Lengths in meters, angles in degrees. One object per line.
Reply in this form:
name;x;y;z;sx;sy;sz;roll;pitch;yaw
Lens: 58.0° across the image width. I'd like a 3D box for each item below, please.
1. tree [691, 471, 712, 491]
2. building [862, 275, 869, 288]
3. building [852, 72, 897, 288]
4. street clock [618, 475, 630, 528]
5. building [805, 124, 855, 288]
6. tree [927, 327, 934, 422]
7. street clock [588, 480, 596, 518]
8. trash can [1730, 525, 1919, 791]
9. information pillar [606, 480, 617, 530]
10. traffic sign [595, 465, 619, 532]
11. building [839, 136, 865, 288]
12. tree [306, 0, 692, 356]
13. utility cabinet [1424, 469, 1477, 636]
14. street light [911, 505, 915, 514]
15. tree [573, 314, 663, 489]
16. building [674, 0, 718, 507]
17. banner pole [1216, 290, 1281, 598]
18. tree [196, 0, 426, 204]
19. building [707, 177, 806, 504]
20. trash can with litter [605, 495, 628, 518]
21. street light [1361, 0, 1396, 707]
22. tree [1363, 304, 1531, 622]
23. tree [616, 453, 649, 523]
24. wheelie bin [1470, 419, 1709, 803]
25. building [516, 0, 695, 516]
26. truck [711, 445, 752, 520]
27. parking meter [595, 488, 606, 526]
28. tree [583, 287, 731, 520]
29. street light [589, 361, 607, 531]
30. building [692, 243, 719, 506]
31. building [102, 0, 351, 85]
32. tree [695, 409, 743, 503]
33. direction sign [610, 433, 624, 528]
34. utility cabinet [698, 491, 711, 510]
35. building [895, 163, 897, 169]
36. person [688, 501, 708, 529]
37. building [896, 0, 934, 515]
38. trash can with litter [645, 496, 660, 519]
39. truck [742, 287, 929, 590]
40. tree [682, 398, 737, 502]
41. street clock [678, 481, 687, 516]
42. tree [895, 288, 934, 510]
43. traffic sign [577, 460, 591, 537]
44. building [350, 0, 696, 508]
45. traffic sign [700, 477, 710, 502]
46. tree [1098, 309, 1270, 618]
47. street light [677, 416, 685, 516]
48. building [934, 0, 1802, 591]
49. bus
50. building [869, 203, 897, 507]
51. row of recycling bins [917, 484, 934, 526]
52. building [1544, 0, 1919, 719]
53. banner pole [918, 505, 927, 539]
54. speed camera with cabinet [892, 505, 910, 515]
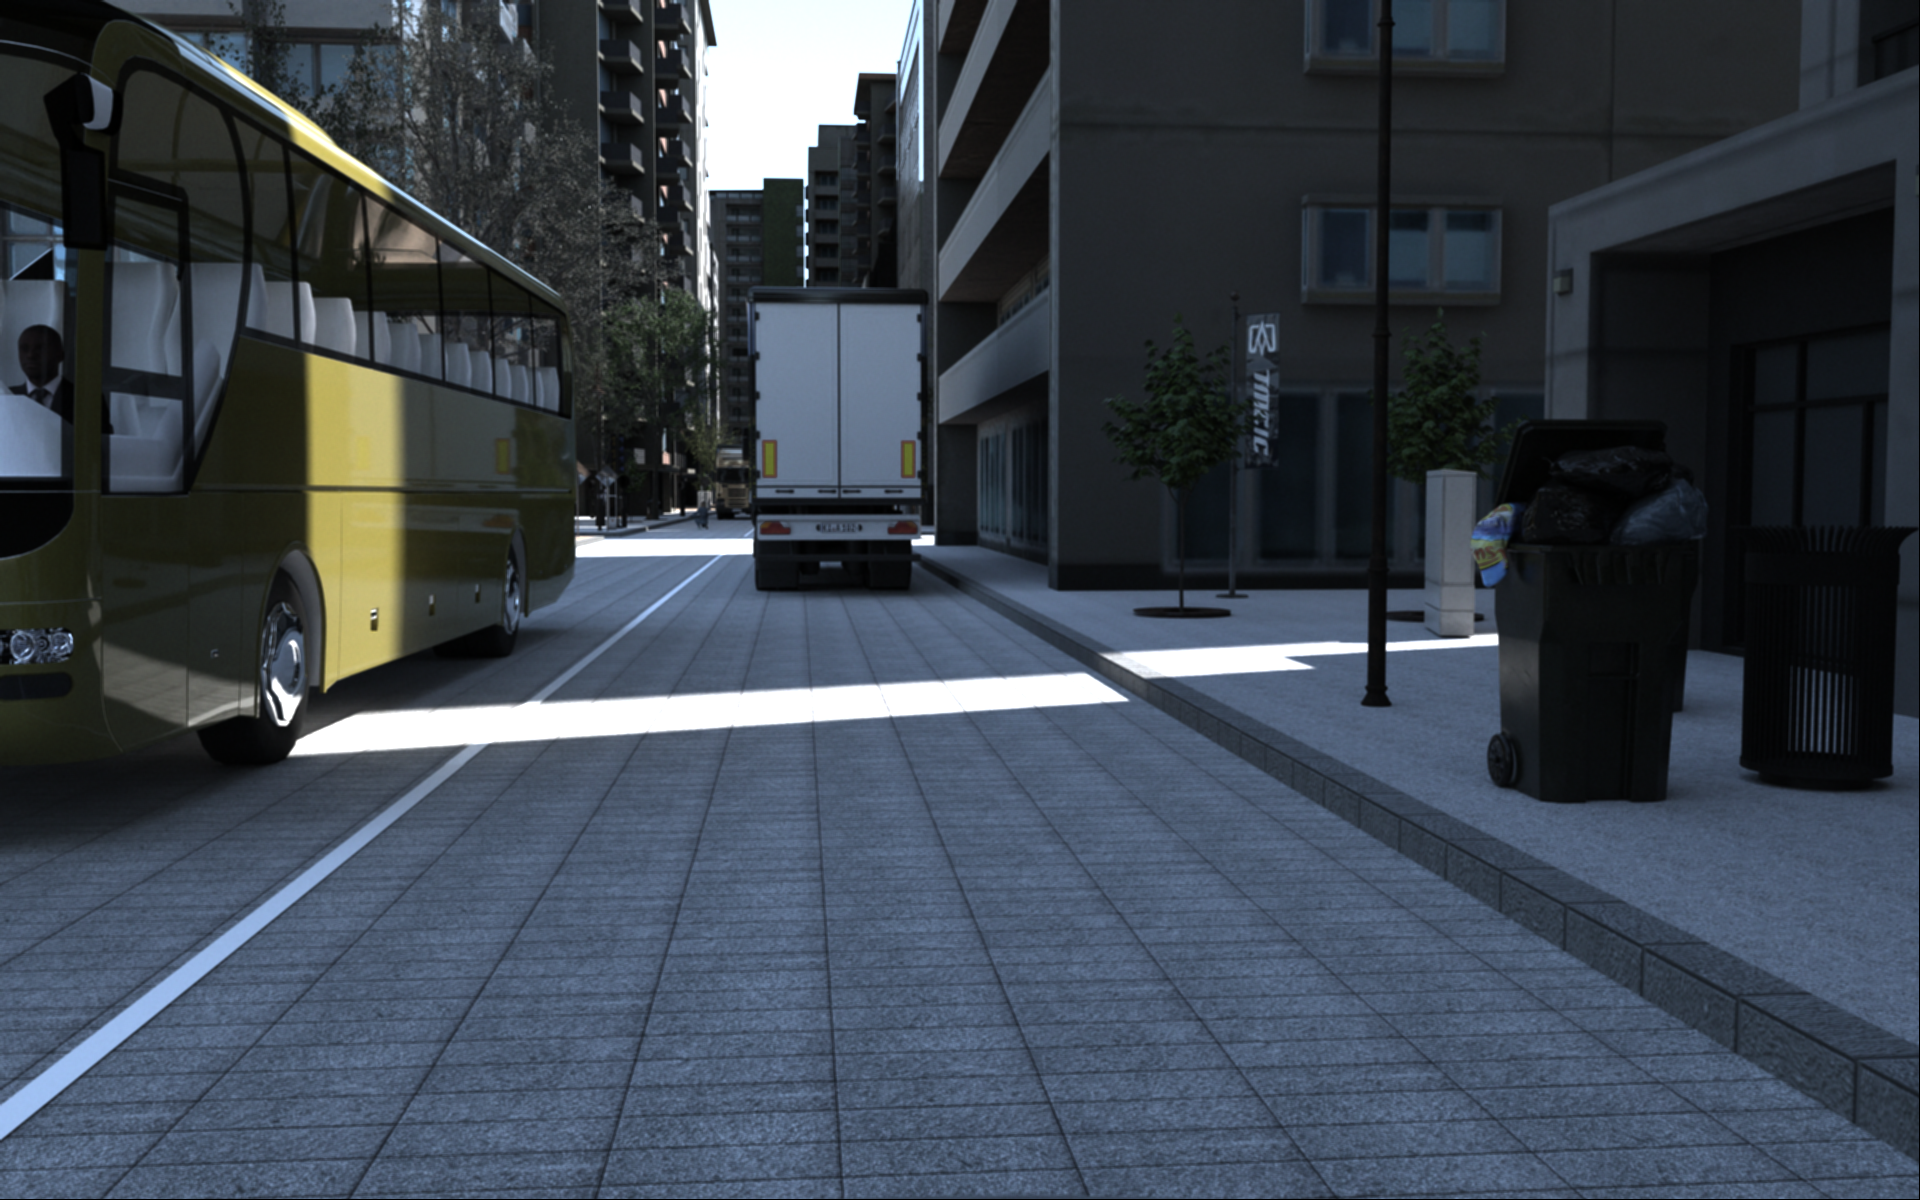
tree;-20.351;-8.771;138.003;1.663;3.219;1.824;0;3;0
building;5.016;-18.788;152.228;27.650;21.520;28.899;0;4;-5
building;0.091;-32.136;180.055;22.147;44.769;28.867;0;4;-5
street clock;-12.871;-3.779;66.362;0.471;2.002;0.358;0;4;-8
building;-9.686;-37.134;230.840;21.600;48.544;21.300;0;4;-5
tree;-2.521;-7.251;68.924;4.737;8.622;4.395;0;3;0
street clock;-19.436;-5.318;91.511;0.358;2.002;0.471;-2;4;-32
trash can;3.805;0.243;7.677;0.748;1.137;0.748;0;3;0
information pillar;-12.535;-3.533;62.258;0.304;2.012;0.304;-2;4;-26
traffic sign;-12.057;-3.399;59.210;0.795;2.450;0.064;0;4;-5
building;-7.032;-31.668;201.372;14.154;41.232;14.086;0;4;-5
tree;-11.683;-8.009;41.312;12.009;13.543;11.850;0;3;0
utility cabinet;4.512;-0.443;15.928;0.318;1.500;1.173;1;4;8
street light;-1.386;-4.791;51.120;0.468;5.910;1.993;0;4;-5
tree;-14.544;-7.352;70.560;4.360;8.622;3.978;0;3;0
building;-39.492;-35.902;176.230;28.713;52.752;27.495;0;4;-5
banner pole;3.553;-1.909;21.224;0.863;3.779;0.401;3;5;40
tree;-9.409;-4.564;24.991;4.360;8.622;3.978;0;3;0
building;-27.126;-33.170;225.916;14.086;41.232;14.154;0;4;-5
trash can with litter;-19.071;-5.123;94.813;2.233;1.210;1.678;0;4;-3
street light;2.529;-2.297;10.345;0.468;5.910;1.993;0;4;-5
tree;4.980;-1.412;17.694;1.663;3.219;1.824;0;3;0
tree;-14.722;-5.099;77.976;1.663;3.219;1.824;0;3;0
wheelie bin;2.707;0.032;7.388;0.980;1.594;0.693;0;4;-4
building;-28.781;-27.917;111.069;22.147;44.769;28.867;0;4;-5
truck;-12.730;-6.820;100.416;2.839;4.237;11.283;0;4;-5
parking meter;-14.317;-3.701;68.929;0.372;1.533;0.369;0;3;0
tree;-14.928;-9.765;85.412;9.928;11.665;9.643;0;3;0
street light;-12.594;-5.359;60.399;0.468;5.910;1.993;0;4;-5
building;-34.923;-26.179;199.734;14.107;30.474;14.160;0;4;-5
building;-30.511;-27.732;73.025;23.786;49.044;30.456;0;4;-5
tree;-20.984;-12.250;150.644;4.360;8.622;3.978;0;3;0
direction sign;-12.830;-4.457;64.874;0.379;3.537;0.876;1;4;23
utility cabinet;-19.819;-7.671;134.100;1.173;1.500;0.318;3;5;39
building;3.501;-19.593;107.729;14.401;28.519;23.554;0;4;-5
person;-10.617;-3.459;70.558;1.012;1.151;0.738;-2;4;-29
building;3.454;-16.386;85.937;12.078;24.808;19.932;0;4;-5
trash can with litter;-15.530;-4.653;87.461;0.624;1.170;1.055;0;4;1
truck;-2.285;-2.460;29.134;2.839;4.237;11.283;0;4;-7
tree;-19.251;-11.014;130.441;4.737;8.622;4.395;0;3;0
street clock;-15.888;-5.790;99.240;0.471;2.002;0.358;2;4;28
tree;-2.273;-6.868;62.649;4.360;8.622;3.978;0;3;0
traffic sign;-11.316;-2.912;51.259;0.795;2.450;0.064;0;4;-5
building;-35.164;-32.261;147.075;23.786;49.044;30.456;0;4;-5
traffic sign;-18.470;-7.669;125.500;0.768;2.556;0.104;0;4;2
tree;2.229;-1.452;18.349;1.663;3.219;1.824;0;3;0
street light;-16.298;-7.846;101.068;0.468;5.910;1.993;0;4;-5
building;10.925;-25.025;32.861;21.300;48.544;21.600;0;4;-5
bus;-4.983;-1.272;12.346;2.896;3.916;12.252;0;4;-3
building;-0.231;-18.240;127.898;12.332;23.373;15.834;0;4;-5
row of recycling bins;-1.267;-3.971;72.037;1.069;1.692;3.534;0;4;0
building;16.114;-34.570;3.475;20.563;71.187;20.611;0;4;-5
banner pole;-1.125;-3.602;48.917;0.401;3.779;0.863;0;4;-5
speed camera with cabinet;-2.782;-5.359;81.953;0.660;3.252;2.038;-1;4;-14
